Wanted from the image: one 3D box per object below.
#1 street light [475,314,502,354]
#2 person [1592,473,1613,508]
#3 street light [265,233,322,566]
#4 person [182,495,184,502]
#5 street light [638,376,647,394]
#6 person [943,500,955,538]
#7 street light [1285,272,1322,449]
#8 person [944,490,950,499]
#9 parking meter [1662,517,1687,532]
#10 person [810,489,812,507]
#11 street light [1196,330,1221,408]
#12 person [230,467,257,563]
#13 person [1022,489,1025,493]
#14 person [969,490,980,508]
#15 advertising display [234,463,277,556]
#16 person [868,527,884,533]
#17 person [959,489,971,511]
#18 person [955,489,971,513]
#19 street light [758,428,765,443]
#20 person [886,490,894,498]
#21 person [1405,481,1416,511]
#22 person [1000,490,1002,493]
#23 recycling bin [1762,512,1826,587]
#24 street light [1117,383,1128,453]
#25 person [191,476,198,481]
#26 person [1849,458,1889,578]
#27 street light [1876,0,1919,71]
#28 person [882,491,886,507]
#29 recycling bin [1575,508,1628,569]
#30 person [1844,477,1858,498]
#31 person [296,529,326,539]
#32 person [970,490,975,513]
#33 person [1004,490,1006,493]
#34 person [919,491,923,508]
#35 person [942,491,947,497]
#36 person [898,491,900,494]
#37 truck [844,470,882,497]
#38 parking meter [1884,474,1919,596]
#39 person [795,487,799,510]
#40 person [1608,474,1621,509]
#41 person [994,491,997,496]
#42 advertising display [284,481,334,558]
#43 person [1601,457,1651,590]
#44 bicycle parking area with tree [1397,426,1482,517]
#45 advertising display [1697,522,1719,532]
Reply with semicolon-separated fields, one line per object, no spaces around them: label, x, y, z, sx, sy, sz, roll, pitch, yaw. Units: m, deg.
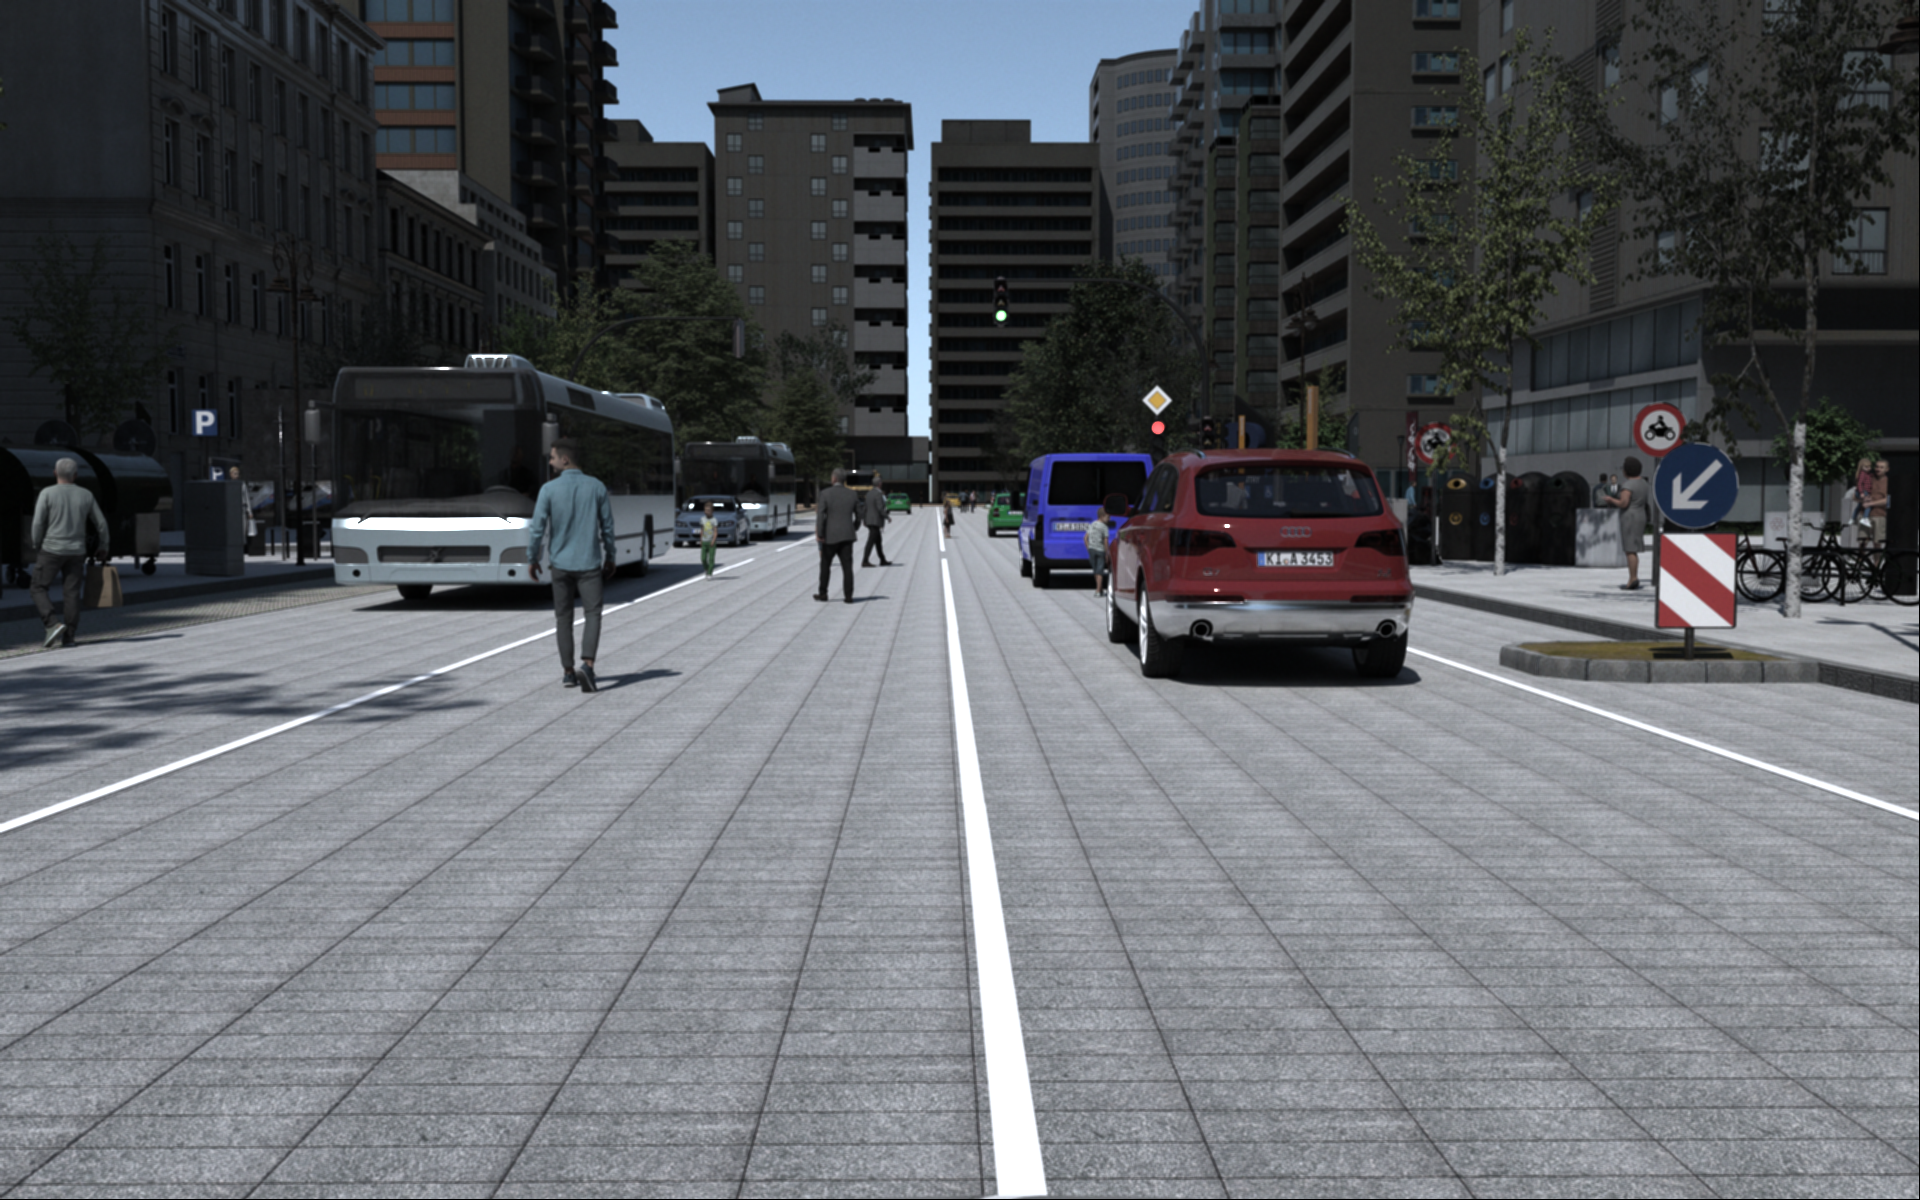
street light;-12.071;-4.397;44.686;0.468;5.910;1.993;0;4;-1
person;16.874;-2.420;45.601;0.713;1.824;0.794;-1;4;-14
street light;-11.842;-3.556;30.921;0.468;5.910;1.993;0;4;-1
person;-24.878;-3.062;56.215;0.679;1.850;0.850;-1;4;-20
street light;-12.415;-5.815;67.868;0.468;5.910;1.993;0;4;-1
person;-0.348;-2.641;56.343;0.373;1.253;0.362;3;5;43
street light;7.150;-3.879;36.211;0.468;5.910;1.993;0;4;-1
person;-1.170;-10.441;179.220;1.348;1.824;0.705;-3;5;-40
parking meter;11.023;-1.116;26.660;0.372;1.533;0.369;0;3;0
person;-15.298;-10.434;176.643;0.705;1.823;1.348;-1;4;-15
street light;7.013;-4.660;48.974;0.468;5.910;1.993;0;4;-1
person;-13.329;-1.565;31.978;0.694;1.780;0.624;0;4;-5
person;5.829;-9.197;157.137;1.217;1.735;0.721;1;4;18
person;1.473;-10.306;177.095;1.348;1.812;0.705;-2;4;-29
advertising display;-14.561;-1.872;35.817;0.123;1.923;0.974;2;4;25
person;-3.107;-3.127;63.868;0.590;1.304;0.306;0;4;-4
person;0.541;-8.357;145.157;1.348;1.821;0.705;0;4;1
person;0.259;-7.691;134.238;1.348;1.826;0.705;-1;4;-10
street light;-13.118;-8.657;114.322;0.468;5.910;1.993;0;4;-1
person;-6.244;-9.170;158.407;1.348;1.826;0.705;0;4;-1
person;15.819;-3.334;60.891;0.444;1.785;0.601;0;4;6
person;3.808;-8.970;155.166;0.705;1.822;1.348;-2;4;-29
recycling bin;11.721;-0.721;24.344;0.722;1.027;0.722;2;4;31
street light;6.740;-6.089;72.344;0.468;5.910;1.993;0;4;-1
person;-23.242;-2.855;52.579;0.638;1.841;0.748;1;4;12
person;13.938;-1.255;26.537;0.580;1.828;0.573;-1;4;-19
street light;7.512;-2.465;13.086;0.468;5.910;1.993;0;4;-1
person;-4.695;-5.848;105.925;0.330;1.601;0.589;-3;4;-36
recycling bin;11.223;-1.082;30.248;0.722;1.027;0.722;3;5;39
person;20.619;-1.937;40.021;0.661;1.843;0.795;-2;4;-25
person;-18.442;-2.630;49.148;0.850;1.850;0.679;-2;4;-28
person;1.026;-7.567;133.153;0.436;1.711;0.756;1;4;21
person;3.406;-7.666;134.516;0.721;1.739;1.217;-2;4;-31
person;-3.948;-10.424;179.763;0.721;1.723;1.217;0;4;5
person;-1.579;-11.481;196.223;1.348;1.822;0.705;1;4;11
person;-6.200;-10.420;179.659;0.721;1.735;1.217;3;4;38
truck;-7.964;-8.909;141.593;3.469;3.379;9.791;0;3;0
parking meter;11.936;-0.827;21.939;0.372;1.533;0.369;0;3;0
person;-13.181;-8.173;139.301;0.705;1.869;1.348;0;4;7
person;19.076;-2.728;50.419;0.659;1.850;0.755;2;4;26
person;3.614;-9.804;169.477;0.721;1.739;1.217;1;4;11
advertising display;-13.043;-1.805;34.729;0.974;1.923;0.123;-2;4;-30
person;8.978;-1.030;23.243;0.716;1.782;0.532;-3;5;-39
bicycle parking area with tree;19.452;-5.328;74.117;8.231;4.147;9.016;2;4;27
advertising display;14.025;-1.693;32.896;0.974;1.923;0.123;-2;4;-24
